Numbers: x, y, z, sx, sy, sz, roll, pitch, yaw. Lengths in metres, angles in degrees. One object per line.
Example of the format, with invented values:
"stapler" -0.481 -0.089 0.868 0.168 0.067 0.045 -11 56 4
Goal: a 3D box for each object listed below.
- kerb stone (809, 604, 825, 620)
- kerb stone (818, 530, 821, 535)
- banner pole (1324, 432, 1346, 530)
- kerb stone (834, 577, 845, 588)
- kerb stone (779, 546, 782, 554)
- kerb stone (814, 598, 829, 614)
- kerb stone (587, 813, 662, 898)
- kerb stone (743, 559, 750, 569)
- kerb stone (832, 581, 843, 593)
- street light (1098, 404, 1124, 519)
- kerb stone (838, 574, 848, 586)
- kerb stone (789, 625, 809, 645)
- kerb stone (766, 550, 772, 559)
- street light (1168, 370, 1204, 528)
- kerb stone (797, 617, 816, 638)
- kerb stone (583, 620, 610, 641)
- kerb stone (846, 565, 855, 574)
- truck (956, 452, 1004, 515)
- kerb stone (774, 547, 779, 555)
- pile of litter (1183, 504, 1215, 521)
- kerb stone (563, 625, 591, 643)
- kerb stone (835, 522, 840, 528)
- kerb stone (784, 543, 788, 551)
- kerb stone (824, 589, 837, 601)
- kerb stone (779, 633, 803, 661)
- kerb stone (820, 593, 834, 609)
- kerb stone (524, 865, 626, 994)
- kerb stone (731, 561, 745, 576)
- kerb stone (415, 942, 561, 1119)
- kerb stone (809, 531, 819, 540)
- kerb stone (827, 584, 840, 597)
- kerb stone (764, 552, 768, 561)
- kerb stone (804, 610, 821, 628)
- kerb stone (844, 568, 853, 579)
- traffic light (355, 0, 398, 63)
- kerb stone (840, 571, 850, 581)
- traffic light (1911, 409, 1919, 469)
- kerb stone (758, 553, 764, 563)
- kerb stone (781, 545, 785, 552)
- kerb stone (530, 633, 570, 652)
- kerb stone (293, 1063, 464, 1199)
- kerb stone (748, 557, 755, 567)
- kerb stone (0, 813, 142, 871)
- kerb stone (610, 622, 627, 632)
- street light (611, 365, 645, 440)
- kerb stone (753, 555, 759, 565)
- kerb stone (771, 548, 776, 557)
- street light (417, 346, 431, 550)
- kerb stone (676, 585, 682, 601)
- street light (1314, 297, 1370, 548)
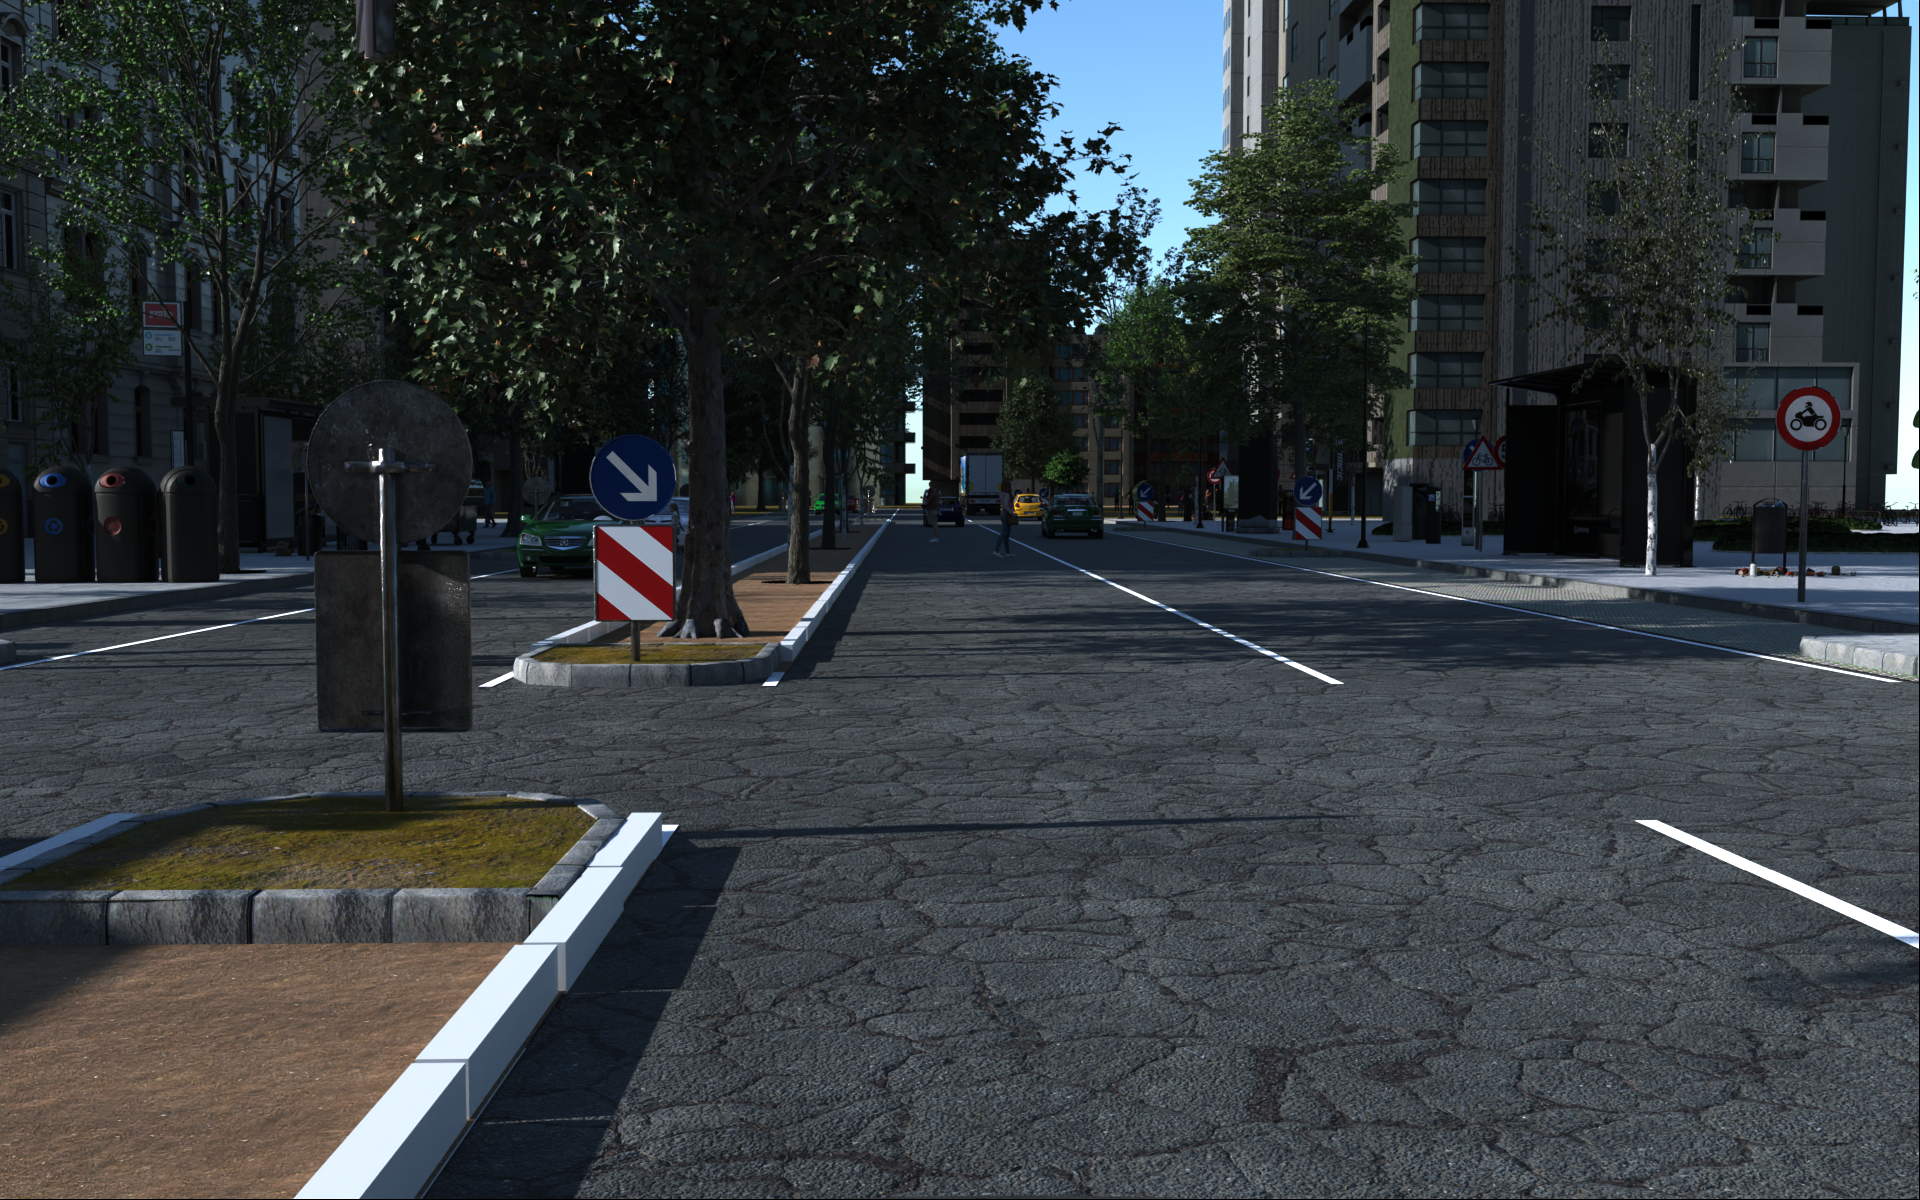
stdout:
"kerb stone" -1.616 0.176 19.317 0.120 0.150 1.000 0 4 -2
"kerb stone" -4.855 -2.203 58.241 0.120 0.150 1.000 0 4 -2
"banner pole" 13.370 -4.378 61.605 0.863 3.779 0.401 -1 4 -18
"kerb stone" -1.801 -0.197 25.469 0.120 0.150 1.000 0 4 -2
"kerb stone" -4.341 -1.138 40.798 0.120 0.150 1.000 0 4 -2
"kerb stone" -1.651 0.117 20.343 0.120 0.150 1.000 0 4 -2
"kerb stone" -1.246 0.961 6.478 0.120 0.150 1.000 0 4 -2
"kerb stone" -4.105 -0.637 32.615 0.120 0.150 1.000 0 4 -2
"kerb stone" -1.767 -0.138 24.447 0.120 0.150 1.000 0 4 -2
"street light" 7.757 -7.133 89.165 1.470 5.913 1.316 0 4 -2
"kerb stone" -1.828 -0.263 26.494 0.120 0.150 1.000 0 4 -2
"kerb stone" -1.532 0.371 16.250 0.120 0.150 1.000 0 4 -2
"kerb stone" -4.258 -0.944 37.730 0.120 0.150 1.000 0 4 -2
"street light" 8.493 -5.653 64.974 1.470 5.913 1.316 0 4 -2
"kerb stone" -1.551 0.301 17.271 0.120 0.150 1.000 0 4 -2
"kerb stone" -3.651 0.306 17.218 0.120 0.150 1.000 0 4 -2
"kerb stone" -1.907 -0.451 29.576 0.120 0.150 1.000 0 4 -2
"truck" 1.396 -8.072 120.886 2.839 4.237 11.283 0 4 -3
"kerb stone" -4.314 -1.071 39.776 0.120 0.150 1.000 0 4 -2
"pile of litter" 11.620 -4.303 84.318 1.719 0.858 1.176 0 4 -3
"kerb stone" -3.625 0.367 16.193 0.120 0.150 1.000 0 4 -2
"kerb stone" -5.421 -3.395 77.695 0.120 0.150 1.000 0 4 -2
"kerb stone" -4.395 -1.262 42.849 0.120 0.150 1.000 0 4 -2
"kerb stone" -1.710 -0.012 22.395 0.120 0.150 1.000 0 4 -2
"kerb stone" -1.499 0.426 15.228 0.120 0.150 1.000 0 4 -2
"kerb stone" -1.673 0.050 21.373 0.120 0.150 1.000 0 4 -2
"kerb stone" -1.203 1.024 5.456 0.120 0.150 1.000 0 4 -2
"kerb stone" -4.074 -0.575 31.594 0.120 0.150 1.000 0 4 -2
"kerb stone" -1.191 1.086 4.434 0.120 0.150 1.000 0 4 -2
"kerb stone" -4.823 -2.142 57.219 0.120 0.150 1.000 0 4 -2
"kerb stone" -1.738 -0.075 23.425 0.120 0.150 1.000 0 4 -2
"kerb stone" -4.225 -0.888 36.708 0.120 0.150 1.000 0 4 -2
"kerb stone" -1.583 0.239 18.296 0.120 0.150 1.000 0 4 -2
"kerb stone" -1.890 -0.389 28.553 0.120 0.150 1.000 0 4 -2
"traffic light" -6.963 -2.401 13.930 4.771 5.953 1.251 0 4 -2
"kerb stone" -1.861 -0.326 27.523 0.120 0.150 1.000 0 4 -2
"traffic light" 8.402 -1.556 14.357 0.839 4.253 0.868 0 4 -2
"kerb stone" -4.193 -0.825 35.687 0.120 0.150 1.000 0 4 -2
"kerb stone" -4.377 -1.200 41.821 0.120 0.150 1.000 0 4 -2
"kerb stone" -3.598 0.430 15.167 0.120 0.150 1.000 0 4 -2
"kerb stone" -1.161 1.149 3.410 0.120 0.150 1.000 0 4 -2
"kerb stone" -4.129 -0.700 33.637 0.120 0.150 1.000 0 4 -2
"kerb stone" -3.339 0.964 6.481 0.120 0.150 1.000 0 4 -2
"kerb stone" -3.679 0.242 18.245 0.120 0.150 1.000 0 4 -2
"street light" -11.869 -5.464 61.877 1.470 5.913 1.316 0 4 -2
"kerb stone" -4.170 -0.762 34.659 0.120 0.150 1.000 0 4 -2
"kerb stone" -4.277 -1.013 38.754 0.120 0.150 1.000 0 4 -2
"street light" -11.262 -4.001 37.955 1.470 5.913 1.316 0 4 -2
"kerb stone" -3.841 -0.072 23.370 0.120 0.150 1.000 0 4 -2
"street light" 9.060 -4.190 41.052 1.470 5.913 1.316 0 4 -2
